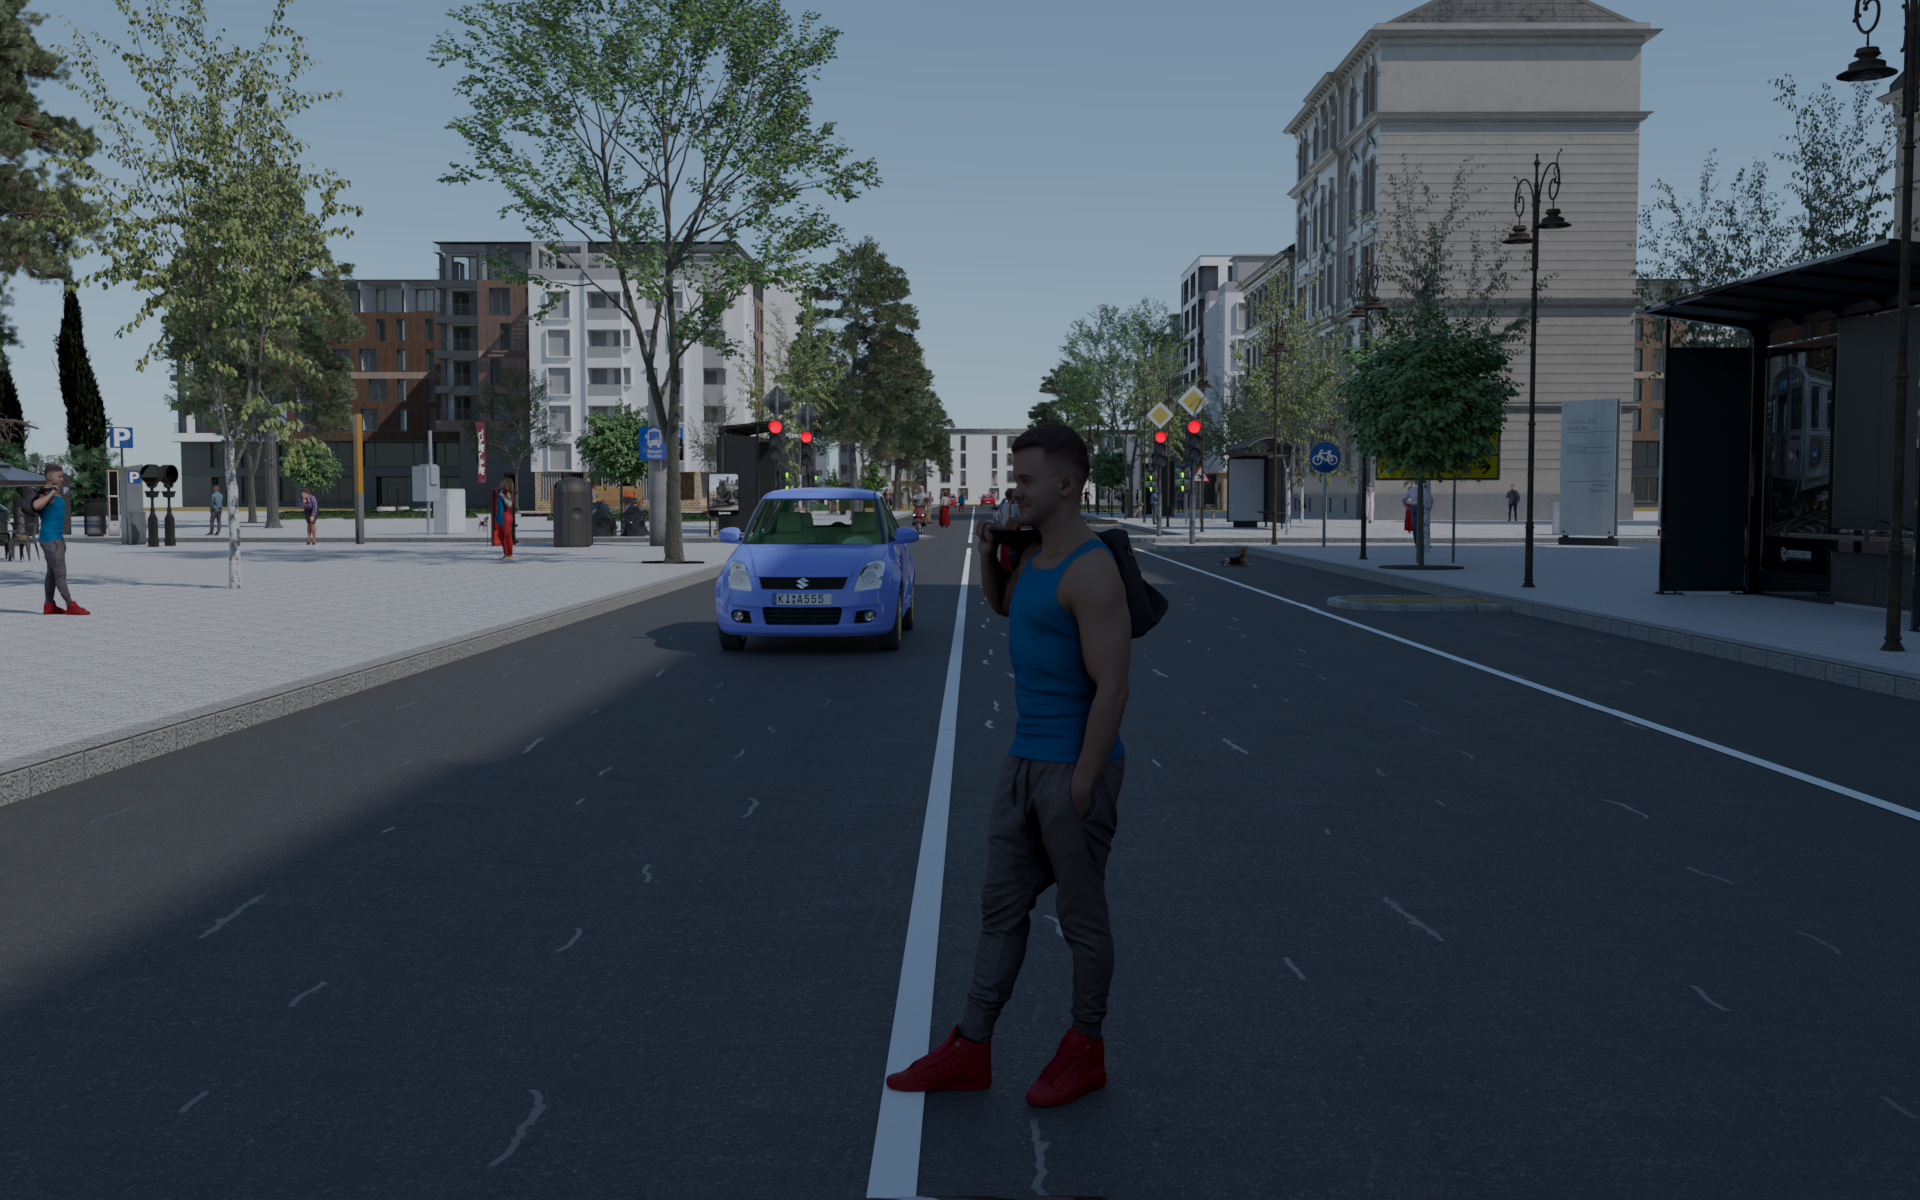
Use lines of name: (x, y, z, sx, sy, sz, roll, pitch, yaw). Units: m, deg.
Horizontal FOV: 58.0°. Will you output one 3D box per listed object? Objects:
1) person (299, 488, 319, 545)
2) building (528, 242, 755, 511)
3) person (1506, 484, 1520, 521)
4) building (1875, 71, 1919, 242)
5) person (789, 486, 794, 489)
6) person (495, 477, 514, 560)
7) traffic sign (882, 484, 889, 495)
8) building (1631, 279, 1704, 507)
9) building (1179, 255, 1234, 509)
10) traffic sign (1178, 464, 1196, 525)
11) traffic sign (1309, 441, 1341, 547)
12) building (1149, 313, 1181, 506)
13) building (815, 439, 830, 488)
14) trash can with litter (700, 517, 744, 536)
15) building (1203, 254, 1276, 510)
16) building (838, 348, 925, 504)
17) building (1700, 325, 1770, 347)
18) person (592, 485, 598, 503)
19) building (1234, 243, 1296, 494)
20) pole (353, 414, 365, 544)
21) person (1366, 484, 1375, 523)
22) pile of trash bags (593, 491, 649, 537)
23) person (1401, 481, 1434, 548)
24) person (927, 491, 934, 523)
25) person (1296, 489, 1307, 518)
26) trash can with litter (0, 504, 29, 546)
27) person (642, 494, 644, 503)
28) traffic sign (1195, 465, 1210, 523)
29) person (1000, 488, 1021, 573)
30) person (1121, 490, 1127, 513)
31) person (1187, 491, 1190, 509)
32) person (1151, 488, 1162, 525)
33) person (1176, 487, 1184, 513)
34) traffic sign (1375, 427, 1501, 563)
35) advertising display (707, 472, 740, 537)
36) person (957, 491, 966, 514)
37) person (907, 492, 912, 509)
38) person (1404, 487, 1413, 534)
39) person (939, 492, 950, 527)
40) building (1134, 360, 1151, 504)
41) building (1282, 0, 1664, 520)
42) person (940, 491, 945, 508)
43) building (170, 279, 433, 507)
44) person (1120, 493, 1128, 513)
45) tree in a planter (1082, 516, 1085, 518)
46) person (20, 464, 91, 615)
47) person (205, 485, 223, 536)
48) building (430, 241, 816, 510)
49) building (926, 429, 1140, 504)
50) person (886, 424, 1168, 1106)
person: (-16.370, -2.098, 43.573, 0.421, 1.427, 0.697, 0, 4, 0)
building: (-24.027, -17.007, 134.489, 16.016, 20.091, 11.380, 0, 4, 1)
person: (26.286, -4.636, 82.380, 0.617, 1.759, 0.750, 1, 4, 22)
building: (39.632, -13.212, 66.931, 40.483, 20.767, 10.553, 0, 4, 1)
person: (-7.037, -3.981, 72.048, 0.541, 1.710, 0.530, -2, 4, -25)
person: (-8.866, -1.585, 33.666, 0.444, 1.614, 0.593, 0, 4, 2)
traffic sign: (-5.523, -7.585, 124.025, 0.884, 2.594, 0.081, 0, 4, 1)
building: (54.173, -20.454, 178.400, 32.646, 21.610, 27.936, 0, 4, 1)
building: (34.577, -19.608, 164.569, 27.936, 21.610, 32.646, 0, 4, 1)
traffic sign: (9.485, -4.430, 72.544, 0.768, 2.556, 0.104, 0, 4, 2)
traffic sign: (8.831, -2.560, 41.958, 0.768, 2.556, 0.104, 1, 4, 9)
building: (28.584, -20.205, 186.769, 16.016, 20.091, 11.380, 0, 4, 1)
building: (-31.377, -17.496, 228.201, 28.070, 9.664, 9.099, 0, 4, 1)
trash can with litter: (-6.909, -2.607, 53.684, 2.233, 1.210, 1.678, 0, 4, -4)
building: (28.257, -17.479, 142.206, 16.016, 20.091, 11.380, 0, 4, 1)
building: (-10.247, -22.869, 230.333, 11.380, 20.091, 16.016, 0, 4, 1)
building: (76.674, -20.025, 183.821, 11.380, 20.091, 16.016, 0, 4, 1)
person: (-19.602, -5.243, 92.292, 0.617, 1.759, 0.750, -2, 4, -28)
building: (25.164, -15.427, 116.858, 10.561, 19.102, 19.286, 0, 4, 1)
pole: (-15.334, -3.078, 44.169, 0.158, 3.312, 0.155, 0, 3, 0)
person: (17.917, -4.231, 75.893, 0.551, 1.740, 0.621, -1, 4, -10)
pile of trash bags: (-10.454, -2.670, 53.410, 1.912, 1.369, 3.447, 0, 4, -1)
person: (11.018, -2.115, 41.563, 0.756, 1.711, 0.436, 3, 4, 36)
person: (-1.452, -4.525, 84.542, 0.319, 1.574, 0.516, 1, 4, 20)
person: (18.226, -5.156, 92.558, 0.590, 1.554, 0.614, -3, 5, -40)
trash can with litter: (-23.463, -1.915, 42.695, 1.055, 1.170, 0.624, -1, 4, -14)
person: (-21.072, -6.451, 114.065, 0.480, 1.512, 0.613, -1, 4, -12)
traffic sign: (10.728, -4.729, 77.325, 0.884, 2.594, 0.081, 0, 4, 6)
person: (0.776, -0.951, 26.512, 0.387, 1.526, 0.523, -2, 4, -29)
person: (10.893, -6.531, 115.091, 0.388, 1.546, 0.482, 1, 4, 13)
person: (16.163, -6.968, 122.513, 0.613, 1.512, 0.480, -1, 4, -19)
person: (8.203, -3.935, 72.594, 0.429, 1.552, 0.499, 2, 4, 30)
person: (14.840, -6.738, 116.732, 0.617, 1.759, 0.750, 0, 4, -1)
traffic sign: (8.902, -2.351, 32.319, 2.265, 3.308, 0.079, 1, 4, 8)
advertising display: (-7.066, -2.846, 51.752, 0.974, 1.923, 0.123, -2, 4, -24)
person: (0.105, -6.849, 122.185, 0.444, 1.614, 0.593, -3, 5, -41)
person: (-4.307, -8.568, 149.360, 0.599, 1.433, 0.991, -2, 4, -32)
person: (14.718, -2.924, 56.323, 0.523, 1.526, 0.387, 1, 4, 13)
person: (-0.653, -3.873, 74.298, 0.523, 1.526, 0.387, -1, 4, -18)
building: (39.574, -22.221, 229.763, 31.486, 18.905, 16.747, 0, 4, 1)
building: (26.553, -18.825, 95.177, 14.401, 28.519, 23.554, 0, 4, 1)
person: (-1.680, -9.863, 170.213, 0.568, 1.767, 0.683, 0, 4, -4)
building: (-60.556, -20.489, 178.967, 32.646, 21.610, 27.936, 0, 4, 1)
person: (11.179, -6.765, 118.607, 0.435, 1.587, 0.963, 2, 4, 34)
tree in a planter: (6.484, -6.524, 103.896, 1.991, 3.239, 1.994, 0, 4, 1)
person: (-9.574, -0.636, 18.319, 0.662, 1.594, 0.647, -1, 4, -21)
person: (-22.982, -2.763, 53.432, 0.499, 1.552, 0.429, -3, 5, -43)
building: (-28.457, -19.112, 156.455, 27.936, 21.610, 32.646, 0, 4, 1)
building: (9.438, -17.376, 226.237, 28.070, 9.664, 9.099, 0, 4, 1)
person: (0.170, 0.379, 4.179, 0.662, 1.594, 0.647, -2, 4, -34)
